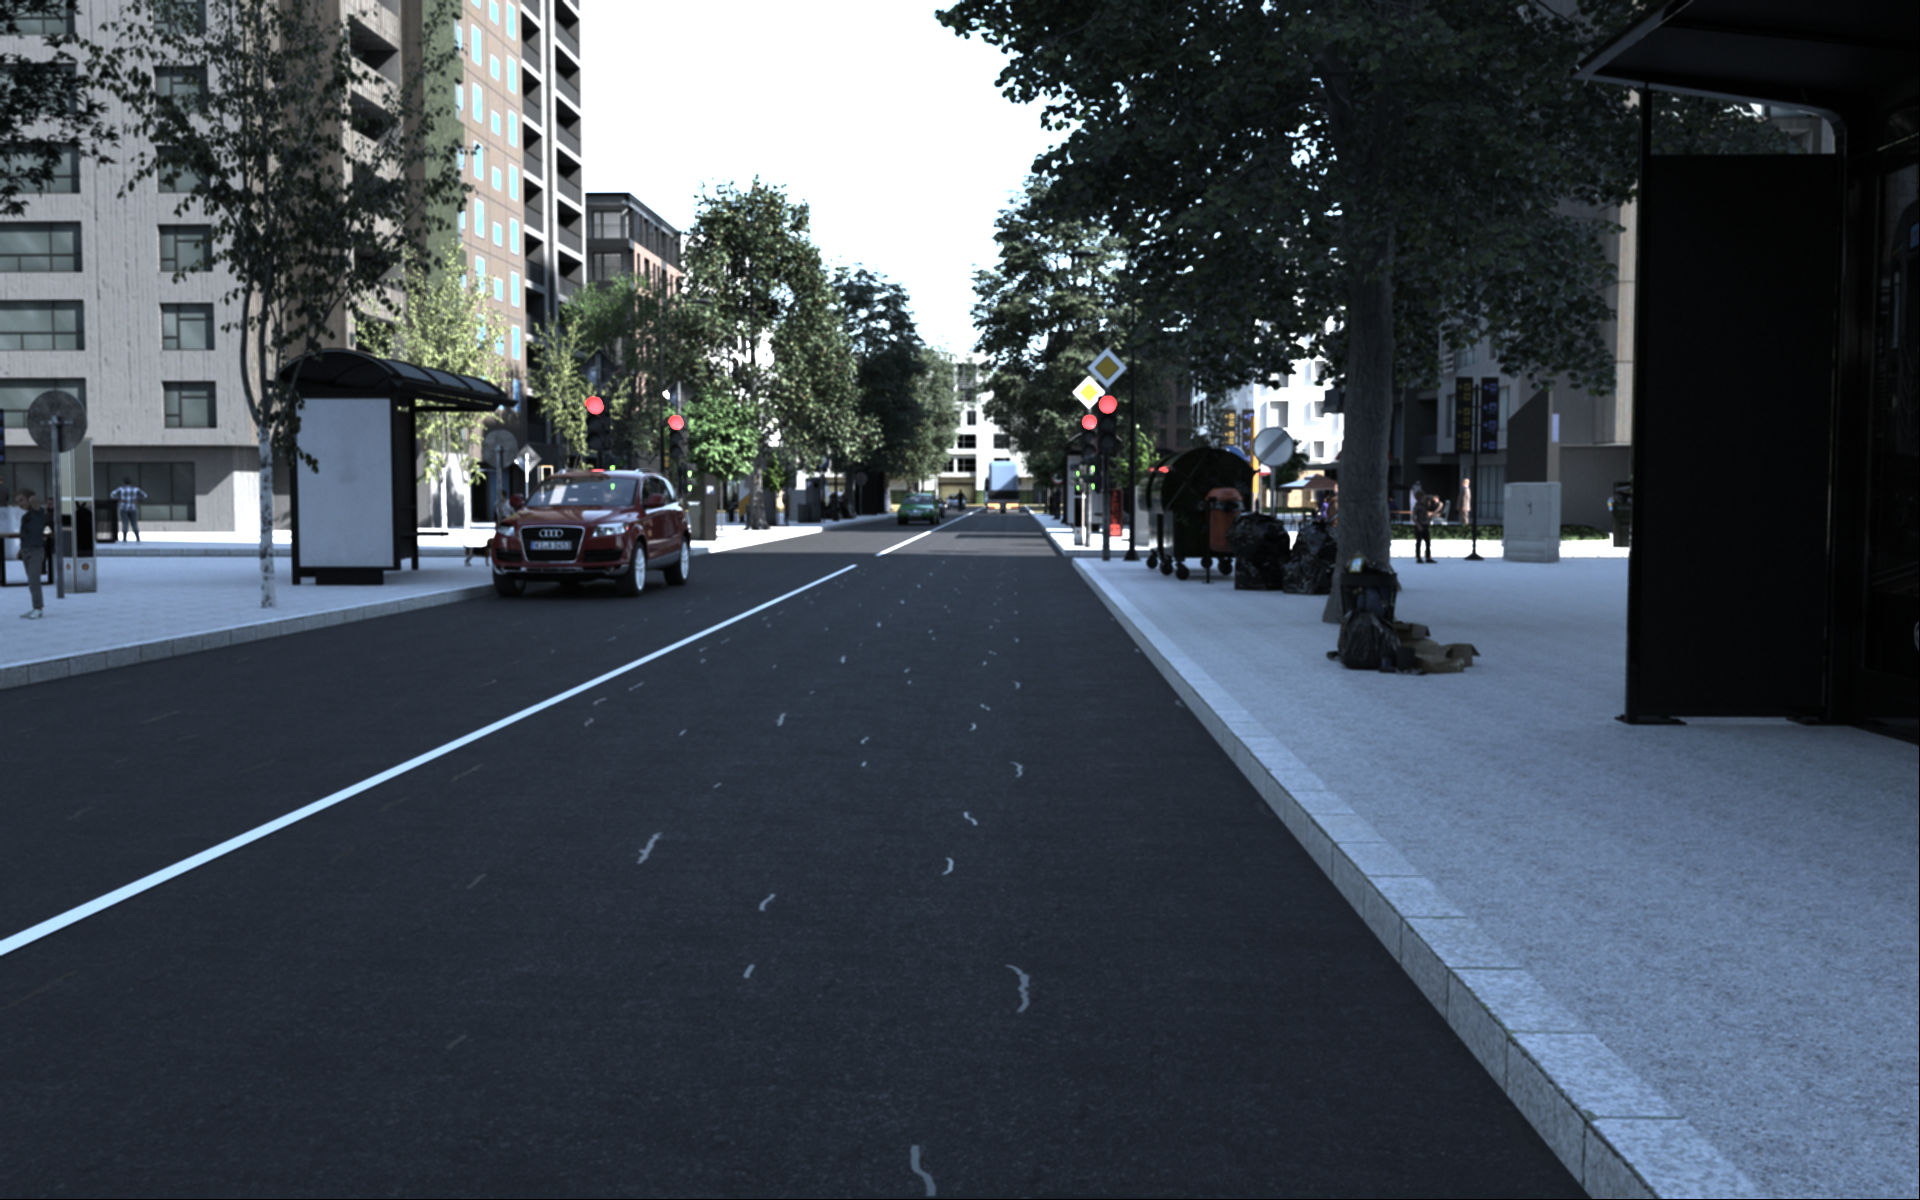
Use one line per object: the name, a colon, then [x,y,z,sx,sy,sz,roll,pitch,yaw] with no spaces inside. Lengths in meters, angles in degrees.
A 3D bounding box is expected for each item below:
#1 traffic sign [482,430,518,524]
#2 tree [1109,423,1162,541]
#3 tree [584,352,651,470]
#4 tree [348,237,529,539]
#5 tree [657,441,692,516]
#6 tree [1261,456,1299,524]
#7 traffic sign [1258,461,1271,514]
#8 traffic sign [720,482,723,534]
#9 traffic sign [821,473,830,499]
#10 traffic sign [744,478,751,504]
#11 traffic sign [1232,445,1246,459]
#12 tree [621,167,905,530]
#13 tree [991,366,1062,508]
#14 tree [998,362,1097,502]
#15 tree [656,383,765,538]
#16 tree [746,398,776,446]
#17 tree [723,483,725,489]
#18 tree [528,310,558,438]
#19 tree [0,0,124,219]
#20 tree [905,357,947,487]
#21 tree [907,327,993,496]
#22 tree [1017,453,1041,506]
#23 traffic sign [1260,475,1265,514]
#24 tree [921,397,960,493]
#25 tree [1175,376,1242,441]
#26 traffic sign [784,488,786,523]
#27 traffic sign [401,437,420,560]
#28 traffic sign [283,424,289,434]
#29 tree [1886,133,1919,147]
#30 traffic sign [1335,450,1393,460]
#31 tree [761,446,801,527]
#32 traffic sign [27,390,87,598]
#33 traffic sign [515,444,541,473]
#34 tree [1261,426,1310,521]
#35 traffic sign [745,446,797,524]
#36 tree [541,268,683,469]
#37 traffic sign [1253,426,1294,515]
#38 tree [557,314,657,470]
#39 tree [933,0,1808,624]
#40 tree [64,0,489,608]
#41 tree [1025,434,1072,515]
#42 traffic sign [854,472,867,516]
traffic sign: [-9.103,-2.088,34.238,0.768,2.556,0.104,1,4,11]
tree: [4.769,-3.232,47.444,1.663,3.219,1.824,0,3,0]
tree: [-16.917,-8.374,87.269,4.360,8.622,3.978,0,3,0]
tree: [-14.866,-6.021,48.800,4.737,8.622,4.395,0,3,0]
tree: [-15.709,-8.773,93.800,4.737,8.622,4.395,0,3,0]
tree: [14.080,-4.923,75.098,1.663,3.219,1.824,0,3,0]
traffic sign: [8.294,-2.936,48.015,0.884,2.594,0.081,1,4,10]
traffic sign: [-7.575,-3.362,54.974,0.884,2.594,0.081,0,4,4]
traffic sign: [-8.613,-6.644,108.636,0.884,2.594,0.081,0,4,2]
traffic sign: [-8.892,-4.505,73.765,0.768,2.556,0.104,0,4,8]
traffic sign: [7.098,-2.771,45.418,0.768,2.556,0.104,1,4,8]
tree: [-7.316,-8.818,61.175,9.611,12.733,9.660,0,3,0]
tree: [8.121,-15.338,161.144,12.009,13.543,11.850,0,3,0]
tree: [6.321,-11.409,120.944,8.767,10.594,7.601,2,4,28]
tree: [-7.339,-4.135,51.315,4.285,4.588,4.351,0,3,0]
tree: [-13.659,-10.018,114.162,4.737,8.622,4.395,0,3,0]
tree: [-15.386,-9.518,105.974,4.360,8.622,3.978,0,3,0]
tree: [-17.134,-6.656,59.192,4.737,8.622,4.395,0,3,0]
tree: [-8.599,-4.633,10.159,7.601,10.594,8.767,1,4,17]
tree: [-5.627,-13.100,131.194,9.611,12.733,9.660,0,3,0]
tree: [-1.705,-20.705,194.414,12.611,20.169,13.585,0,3,0]
tree: [8.143,-14.123,181.267,4.737,8.622,4.395,0,3,0]
traffic sign: [8.638,-3.044,49.877,0.768,2.556,0.104,1,4,11]
tree: [-3.823,-15.073,172.196,9.928,11.665,9.643,0,3,0]
tree: [14.530,-9.160,100.125,4.360,8.622,3.978,0,3,0]
traffic sign: [-7.635,-4.616,75.585,0.768,2.556,0.104,0,4,3]
traffic sign: [-10.933,-2.066,33.883,0.768,2.556,0.104,0,4,5]
traffic sign: [-10.342,-1.670,27.410,0.768,2.556,0.104,0,4,4]
tree: [14.610,-4.560,24.922,4.360,8.622,3.978,0,3,0]
traffic sign: [6.319,-1.658,27.118,0.884,2.594,0.081,1,4,11]
tree: [-7.389,-4.510,68.341,1.663,3.219,1.824,0,3,0]
traffic sign: [-11.065,-1.292,21.232,0.768,2.556,0.104,0,4,5]
traffic sign: [-11.404,-2.806,45.604,0.795,2.593,0.064,1,4,10]
tree: [15.166,-6.078,83.083,4.285,4.588,4.351,0,3,0]
traffic sign: [-8.006,-4.850,73.175,2.265,3.308,0.079,1,4,10]
tree: [-15.650,-9.401,79.463,9.928,11.665,9.643,0,3,0]
traffic sign: [5.915,-1.998,32.771,0.768,2.556,0.104,1,4,8]
tree: [-15.675,-7.321,70.067,4.737,8.622,4.395,0,3,0]
tree: [4.026,-6.747,16.963,9.857,13.997,8.962,0,3,0]
tree: [-7.622,-4.226,19.464,4.360,8.622,3.978,0,3,0]
tree: [5.985,-6.130,83.939,4.285,4.588,4.351,0,3,0]
traffic sign: [-5.799,-6.174,101.058,0.768,2.556,0.104,1,4,11]
